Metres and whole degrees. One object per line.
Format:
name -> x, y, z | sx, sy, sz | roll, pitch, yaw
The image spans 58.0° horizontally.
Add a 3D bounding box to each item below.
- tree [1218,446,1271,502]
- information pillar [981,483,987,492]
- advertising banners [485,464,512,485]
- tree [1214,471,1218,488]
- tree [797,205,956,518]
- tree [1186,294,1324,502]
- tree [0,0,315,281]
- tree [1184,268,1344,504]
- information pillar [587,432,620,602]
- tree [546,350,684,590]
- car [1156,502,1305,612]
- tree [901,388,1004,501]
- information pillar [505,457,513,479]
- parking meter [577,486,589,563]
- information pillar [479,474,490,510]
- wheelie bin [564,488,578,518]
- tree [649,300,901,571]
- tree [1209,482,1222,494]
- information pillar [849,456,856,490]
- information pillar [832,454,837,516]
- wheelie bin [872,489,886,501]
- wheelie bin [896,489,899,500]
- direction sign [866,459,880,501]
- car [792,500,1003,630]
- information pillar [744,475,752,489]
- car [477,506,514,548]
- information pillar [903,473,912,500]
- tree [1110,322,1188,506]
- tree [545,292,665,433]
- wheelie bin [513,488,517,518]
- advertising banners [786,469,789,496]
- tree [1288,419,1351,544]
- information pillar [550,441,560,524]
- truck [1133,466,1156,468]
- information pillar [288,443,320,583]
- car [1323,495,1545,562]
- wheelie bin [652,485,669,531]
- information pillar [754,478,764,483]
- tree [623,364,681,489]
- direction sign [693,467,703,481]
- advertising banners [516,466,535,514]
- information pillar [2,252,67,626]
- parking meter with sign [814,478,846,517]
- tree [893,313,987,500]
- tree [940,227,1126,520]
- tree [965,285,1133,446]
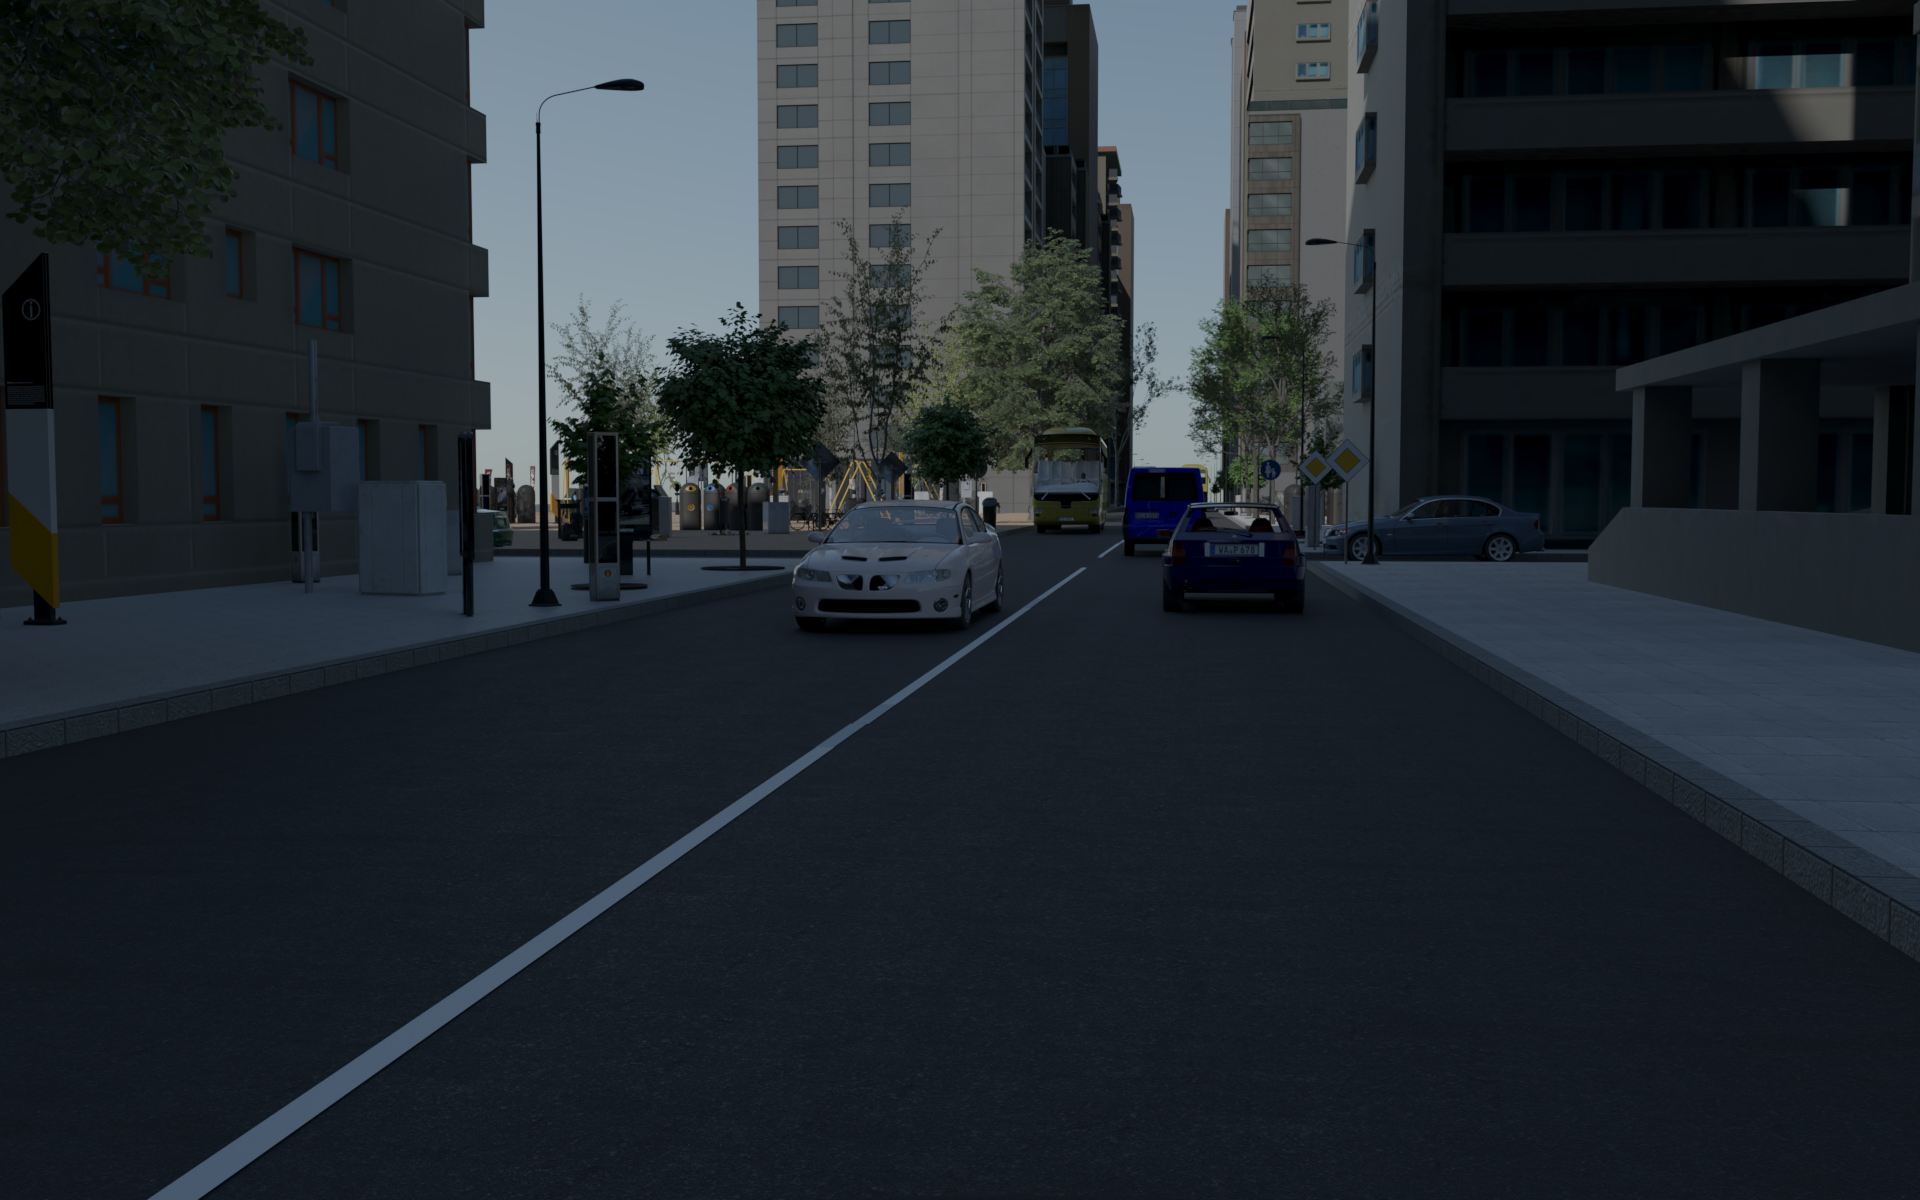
tree -> 20.001, -8.252, 118.639 | 4.285, 4.588, 4.351 | 0, 3, 0
information pillar -> 1.573, -6.650, 113.221 | 0.304, 2.012, 0.304 | 1, 4, 17
advertising banners -> -26.880, -6.425, 101.236 | 0.090, 3.025, 2.074 | 2, 4, 27
tree -> 30.575, -13.076, 197.499 | 4.285, 4.588, 4.351 | 0, 3, 0
tree -> -2.126, -5.780, 44.857 | 4.360, 8.622, 3.978 | 0, 3, 0
tree -> 15.404, -10.087, 90.672 | 9.928, 11.665, 9.643 | 0, 3, 0
tree -> -6.381, -5.654, 10.567 | 7.486, 12.596, 7.792 | 0, 3, 0
tree -> 12.882, -8.438, 72.374 | 8.767, 10.594, 7.601 | 3, 5, 45
information pillar -> -4.273, -0.996, 20.772 | 0.304, 2.012, 0.304 | -2, 4, -28
tree -> -4.878, -1.768, 23.501 | 1.663, 3.219, 1.824 | 0, 3, 0
car -> 3.508, -0.601, 22.414 | 1.945, 1.354, 3.894 | 0, 4, 8
tree -> -0.455, -4.275, 53.609 | 4.285, 4.588, 4.351 | 0, 3, 0
information pillar -> -28.564, -7.242, 109.757 | 0.504, 3.616, 0.183 | 0, 4, 0
parking meter -> -6.806, -1.452, 32.145 | 0.372, 1.533, 0.369 | 0, 3, 0
information pillar -> -17.188, -3.559, 62.681 | 0.304, 2.012, 0.304 | -2, 4, -31
wheelie bin -> -20.207, -5.041, 90.324 | 0.980, 1.594, 0.693 | 3, 5, 39
tree -> -3.703, -2.804, 29.557 | 4.285, 4.588, 4.351 | 0, 3, 0
tree -> 35.662, -15.182, 242.828 | 1.663, 3.219, 1.824 | 0, 3, 0
information pillar -> -5.945, -6.400, 95.991 | 0.183, 3.616, 0.504 | -3, 4, -38
information pillar -> -7.419, -6.780, 102.213 | 0.183, 3.616, 0.504 | 1, 4, 15
wheelie bin -> -5.417, -6.659, 116.777 | 0.980, 1.594, 0.693 | -3, 4, -36
wheelie bin -> -3.500, -5.869, 103.859 | 0.980, 1.594, 0.693 | 0, 4, -7
direction sign -> -5.641, -7.362, 112.363 | 0.876, 3.537, 0.379 | 0, 4, 8
car -> -0.603, -0.460, 19.886 | 2.083, 1.381, 4.827 | 1, 4, 8
information pillar -> -8.187, -3.789, 66.434 | 0.304, 2.012, 0.304 | 2, 4, 35
car -> -12.514, -1.650, 38.778 | 4.920, 1.459, 2.131 | 0, 4, 6
information pillar -> -1.835, -3.414, 60.305 | 0.304, 2.012, 0.304 | 0, 4, -8
tree -> 18.485, -20.413, 189.649 | 12.611, 20.169, 13.585 | 0, 3, 0
tree -> -13.292, -6.967, 64.267 | 4.360, 8.622, 3.978 | 0, 3, 0
wheelie bin -> -23.919, -5.123, 91.671 | 0.980, 1.594, 0.693 | -3, 5, -44
advertising banners -> -7.577, -4.893, 76.195 | 0.090, 3.025, 2.074 | 0, 4, -4
tree -> 9.283, -3.070, 44.795 | 1.663, 3.219, 1.824 | 0, 3, 0
information pillar -> -17.453, -5.093, 74.617 | 0.183, 3.616, 0.504 | 2, 4, 32
truck -> 18.502, -11.229, 173.357 | 2.967, 4.110, 18.799 | 0, 4, 6
information pillar -> -9.454, -1.253, 24.976 | 0.304, 2.012, 0.304 | 3, 5, 44
car -> 9.918, -1.494, 36.437 | 4.499, 1.417, 2.014 | 0, 4, 6
wheelie bin -> -10.271, -3.111, 58.770 | 0.693, 1.594, 0.980 | 1, 4, 12
information pillar -> -8.365, -4.933, 72.015 | 0.504, 3.616, 0.183 | 2, 4, 29
tree -> -16.920, -8.977, 97.136 | 4.737, 8.622, 4.395 | 0, 3, 0
direction sign -> -16.154, -7.028, 106.907 | 0.876, 3.537, 0.379 | 3, 4, 36
advertising banners -> -27.093, -6.835, 107.937 | 2.074, 3.025, 0.090 | 3, 5, 39
information pillar -> -9.059, -1.563, 16.903 | 0.504, 3.616, 0.183 | 1, 4, 12
parking meter with sign -> -7.147, -6.060, 95.336 | 1.738, 3.016, 0.543 | 0, 4, -6
tree -> -0.809, -7.373, 70.909 | 4.737, 8.622, 4.395 | 0, 3, 0
tree -> 3.684, -10.891, 84.720 | 9.857, 13.997, 8.962 | 0, 3, 0
tree -> 4.844, -11.448, 97.545 | 12.009, 13.543, 11.850 | 0, 3, 0
